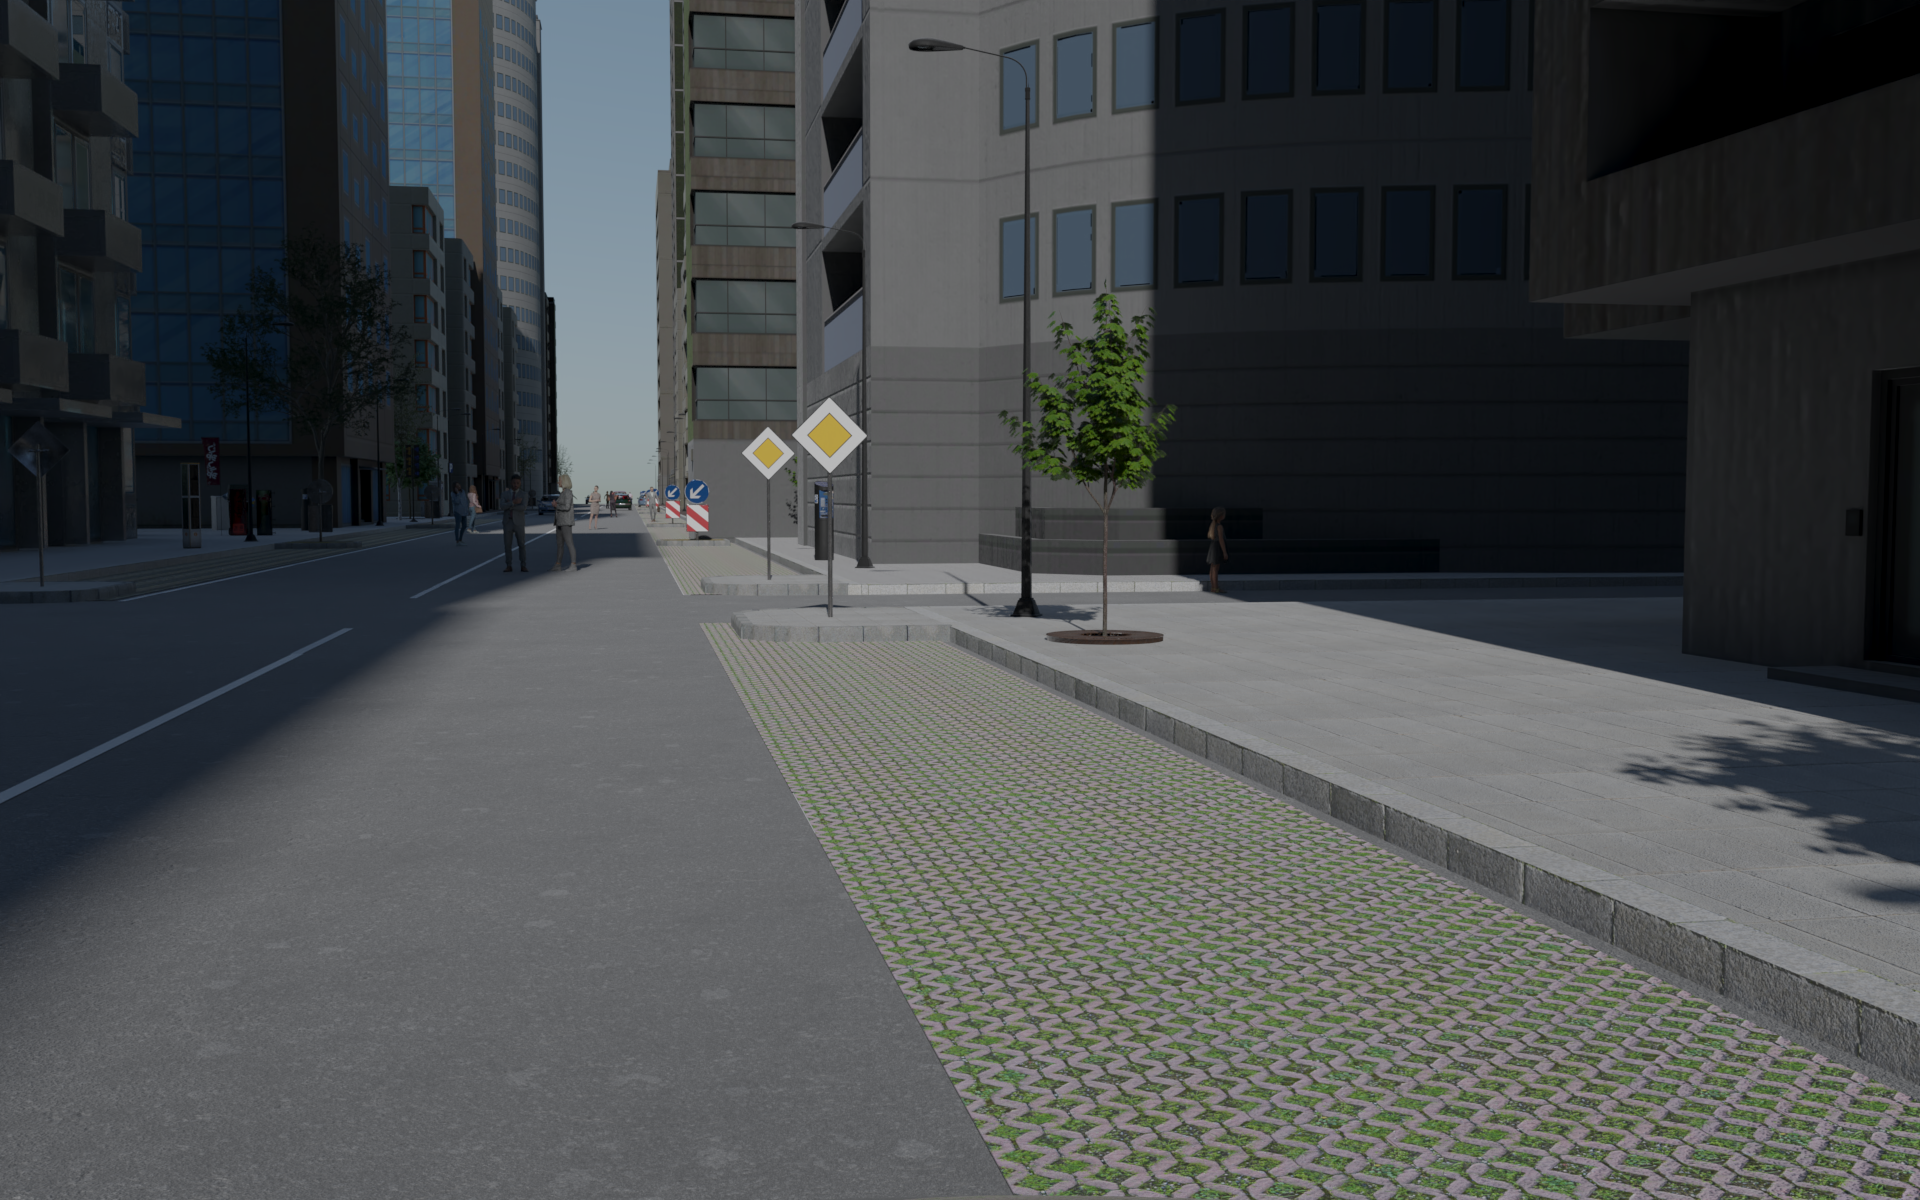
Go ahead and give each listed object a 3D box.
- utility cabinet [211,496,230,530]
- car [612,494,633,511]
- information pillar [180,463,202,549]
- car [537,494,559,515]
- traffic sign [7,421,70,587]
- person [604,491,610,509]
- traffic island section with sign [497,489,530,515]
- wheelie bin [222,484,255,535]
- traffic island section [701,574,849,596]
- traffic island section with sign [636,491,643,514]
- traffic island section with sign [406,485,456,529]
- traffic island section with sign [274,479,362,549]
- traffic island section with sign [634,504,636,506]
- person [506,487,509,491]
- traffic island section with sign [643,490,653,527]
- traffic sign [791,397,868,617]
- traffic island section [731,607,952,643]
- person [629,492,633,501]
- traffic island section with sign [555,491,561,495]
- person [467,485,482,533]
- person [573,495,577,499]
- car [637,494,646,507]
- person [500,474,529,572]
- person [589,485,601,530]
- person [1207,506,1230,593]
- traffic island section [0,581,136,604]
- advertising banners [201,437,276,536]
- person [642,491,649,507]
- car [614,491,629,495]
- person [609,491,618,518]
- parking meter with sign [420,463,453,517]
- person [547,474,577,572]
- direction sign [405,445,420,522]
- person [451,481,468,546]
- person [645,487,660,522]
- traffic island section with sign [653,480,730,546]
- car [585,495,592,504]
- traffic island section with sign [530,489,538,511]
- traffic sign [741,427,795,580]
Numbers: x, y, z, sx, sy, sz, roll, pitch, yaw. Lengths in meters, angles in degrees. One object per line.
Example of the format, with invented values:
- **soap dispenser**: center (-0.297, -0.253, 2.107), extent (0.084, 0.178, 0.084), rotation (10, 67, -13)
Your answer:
- **utility cabinet**: center (-26.163, -3.093, 61.735), extent (0.306, 1.237, 1.020), rotation (2, 4, 27)
- **car**: center (-29.805, -8.727, 152.479), extent (2.009, 1.686, 4.222), rotation (-1, 4, -12)
- **information pillar**: center (-18.138, -2.224, 40.852), extent (0.304, 2.012, 0.304), rotation (2, 4, 32)
- **car**: center (-27.987, -6.534, 118.828), extent (2.014, 1.417, 4.499), rotation (-1, 4, -11)
- **traffic sign**: center (-12.725, -1.242, 23.954), extent (0.795, 2.450, 0.064), rotation (-1, 4, -11)
- **person**: center (-34.426, -9.802, 169.482), extent (1.217, 1.735, 0.721), rotation (3, 4, 37)
- **traffic island section with sign**: center (-31.547, -6.938, 122.070), extent (1.989, 1.847, 2.006), rotation (-1, 4, -11)
- **wheelie bin**: center (-22.557, -2.832, 54.212), extent (0.980, 1.594, 0.693), rotation (-1, 4, -13)
- **traffic island section**: center (-2.834, -0.221, 25.899), extent (2.009, 0.180, 2.903), rotation (-1, 4, -11)
- **traffic island section with sign**: center (-21.995, -7.062, 124.097), extent (1.989, 1.847, 2.006), rotation (-1, 4, -11)
- **traffic island section with sign**: center (-22.023, -3.898, 72.358), extent (1.989, 1.847, 2.006), rotation (-1, 4, -11)
- **traffic island section with sign**: center (-16.964, -2.278, 45.880), extent (1.989, 1.847, 2.006), rotation (-1, 4, -11)
- **traffic island section with sign**: center (-27.060, -8.683, 150.588), extent (1.989, 1.847, 2.006), rotation (-1, 4, -11)
- **person**: center (-24.785, -5.301, 95.188), extent (0.660, 1.820, 0.620), rotation (-1, 4, -13)
- **traffic island section with sign**: center (-12.531, -4.045, 74.758), extent (1.989, 1.847, 2.006), rotation (-1, 4, -11)
- **traffic sign**: center (-1.353, -0.877, 17.974), extent (0.795, 2.450, 0.064), rotation (-1, 4, -11)
- **traffic island section**: center (-1.331, 0.258, 18.056), extent (2.009, 0.180, 2.903), rotation (-1, 4, -11)
- **person**: center (-45.577, -14.067, 239.433), extent (0.756, 1.711, 0.436), rotation (1, 4, 17)
- **traffic island section with sign**: center (-47.130, -11.910, 203.352), extent (1.989, 1.847, 2.006), rotation (-1, 4, -11)
- **person**: center (-17.807, -3.313, 63.255), extent (0.593, 1.750, 0.643), rotation (3, 5, 43)
- **person**: center (-33.543, -8.548, 149.084), extent (1.217, 1.723, 0.721), rotation (-2, 4, -24)
- **car**: center (-34.259, -10.832, 189.105), extent (2.014, 1.417, 4.499), rotation (-1, 4, -12)
- **person**: center (-8.191, -1.416, 31.834), extent (0.511, 1.800, 0.466), rotation (-1, 4, -22)
- **person**: center (-14.694, -3.724, 69.729), extent (0.599, 1.781, 0.374), rotation (-2, 4, -34)
- **person**: center (3.749, -0.727, 25.059), extent (0.373, 1.253, 0.362), rotation (0, 4, -7)
- **traffic island section**: center (-12.746, -0.106, 24.011), extent (2.009, 0.180, 2.903), rotation (-1, 4, -11)
- **advertising banners**: center (-22.220, -3.496, 53.340), extent (2.074, 3.025, 0.090), rotation (-1, 4, -15)
- **person**: center (-33.370, -10.790, 185.016), extent (1.348, 1.812, 0.705), rotation (1, 4, 20)
- **car**: center (-40.991, -12.226, 208.575), extent (2.281, 1.827, 5.304), rotation (-1, 4, -12)
- **person**: center (-21.152, -5.850, 105.614), extent (0.415, 1.643, 0.593), rotation (3, 4, 38)
- **parking meter with sign**: center (-29.403, -6.175, 97.218), extent (1.738, 3.016, 0.543), rotation (0, 4, 3)
- **person**: center (-7.359, -1.428, 32.030), extent (0.526, 1.800, 0.537), rotation (-1, 4, -21)
- **direction sign**: center (-25.143, -5.358, 79.596), extent (0.379, 3.537, 0.876), rotation (2, 4, 23)
- **person**: center (-13.879, -2.401, 48.017), extent (0.793, 1.790, 0.793), rotation (-1, 4, -10)
- **person**: center (-15.757, -4.905, 88.817), extent (0.709, 1.813, 0.853), rotation (-1, 4, -20)
- **traffic island section with sign**: center (-7.464, -2.425, 48.281), extent (1.989, 1.847, 2.006), rotation (-1, 4, -11)
- **car**: center (-51.939, -14.181, 244.432), extent (1.945, 1.354, 3.894), rotation (-1, 4, -9)
- **traffic island section with sign**: center (-36.667, -8.571, 148.764), extent (1.989, 1.847, 2.006), rotation (-1, 4, -11)
- **traffic sign**: center (-2.855, -1.356, 25.817), extent (0.795, 2.450, 0.064), rotation (-1, 4, -11)
